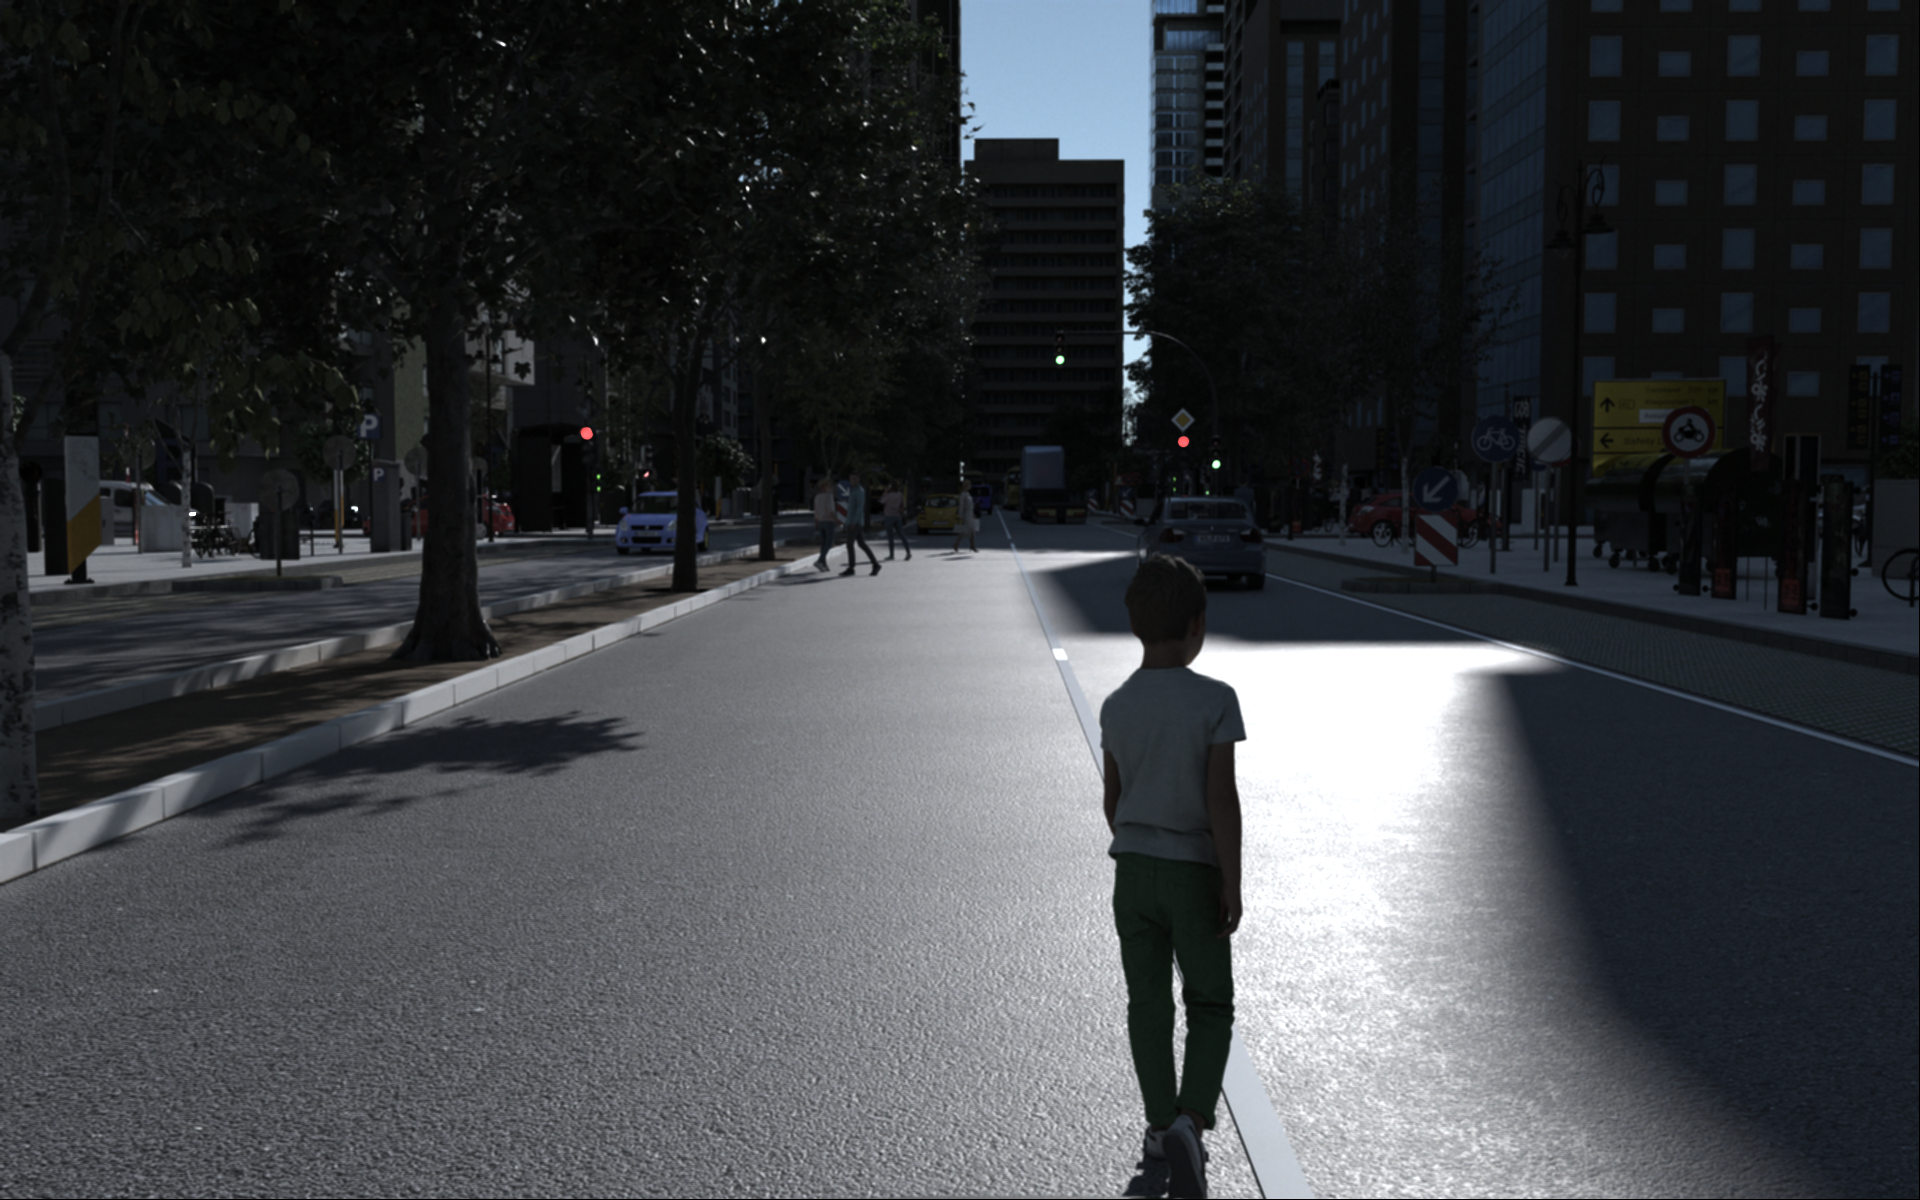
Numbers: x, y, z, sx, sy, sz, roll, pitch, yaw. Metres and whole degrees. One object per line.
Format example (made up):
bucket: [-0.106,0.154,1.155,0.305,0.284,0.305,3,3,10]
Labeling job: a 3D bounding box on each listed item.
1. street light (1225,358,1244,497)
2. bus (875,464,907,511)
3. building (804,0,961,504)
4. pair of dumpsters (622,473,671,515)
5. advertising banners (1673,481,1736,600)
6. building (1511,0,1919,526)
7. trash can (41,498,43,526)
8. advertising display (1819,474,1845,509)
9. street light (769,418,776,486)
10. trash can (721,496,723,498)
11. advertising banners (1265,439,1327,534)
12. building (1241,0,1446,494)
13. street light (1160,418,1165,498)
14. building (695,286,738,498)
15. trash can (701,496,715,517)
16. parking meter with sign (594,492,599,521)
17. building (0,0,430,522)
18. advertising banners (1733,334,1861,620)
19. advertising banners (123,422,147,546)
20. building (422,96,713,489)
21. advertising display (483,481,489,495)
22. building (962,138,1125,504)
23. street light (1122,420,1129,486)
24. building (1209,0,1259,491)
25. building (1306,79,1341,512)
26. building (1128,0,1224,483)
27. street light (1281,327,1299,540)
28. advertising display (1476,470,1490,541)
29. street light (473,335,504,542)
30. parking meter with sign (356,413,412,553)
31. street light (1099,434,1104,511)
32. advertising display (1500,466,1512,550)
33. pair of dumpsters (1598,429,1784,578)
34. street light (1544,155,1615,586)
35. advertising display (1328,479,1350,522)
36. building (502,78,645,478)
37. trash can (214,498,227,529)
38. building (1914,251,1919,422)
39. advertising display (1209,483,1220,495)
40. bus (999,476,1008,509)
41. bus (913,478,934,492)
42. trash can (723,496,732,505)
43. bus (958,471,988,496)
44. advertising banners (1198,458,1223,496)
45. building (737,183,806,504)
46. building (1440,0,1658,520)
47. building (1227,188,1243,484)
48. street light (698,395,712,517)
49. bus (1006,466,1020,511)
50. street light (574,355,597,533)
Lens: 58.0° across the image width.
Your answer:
street light: [9.310,-5.265,58.868,0.468,5.910,1.993,0,4,1]
bus: [-5.756,-9.254,142.850,2.896,3.916,12.252,0,4,2]
building: [-10.286,-48.945,238.507,20.611,71.187,20.563,0,4,1]
pair of dumpsters: [-14.089,-4.604,77.763,1.574,2.255,4.437,0,4,1]
advertising banners: [9.357,-1.528,21.172,0.090,3.025,2.074,0,4,-8]
building: [30.903,-25.967,74.664,14.200,45.320,14.600,0,4,1]
trash can: [-36.915,-3.569,70.014,0.748,1.137,0.748,0,3,0]
advertising display: [28.420,-3.151,56.726,0.974,1.923,0.123,0,4,6]
street light: [-11.456,-8.113,105.438,0.468,5.910,1.993,0,4,1]
trash can: [-17.603,-7.020,126.438,0.748,1.137,0.748,0,3,0]
advertising banners: [10.828,-3.651,55.879,2.074,3.025,0.090,2,4,33]
building: [32.433,-30.594,150.328,14.600,45.320,14.200,0,4,1]
street light: [9.753,-6.723,82.703,0.468,5.910,1.993,0,4,1]
building: [-31.536,-25.406,187.085,14.107,30.474,14.160,0,4,1]
trash can: [-14.173,-5.221,97.023,0.748,1.137,0.748,0,3,0]
parking meter with sign: [-17.564,-5.256,82.195,0.543,3.016,1.738,3,5,44]
building: [-32.927,-24.047,76.759,14.154,41.232,14.086,0,4,1]
advertising banners: [8.939,-1.364,18.489,0.090,3.025,2.074,0,4,-6]
advertising banners: [-20.618,-2.881,43.292,0.090,3.025,2.074,-1,4,-13]
building: [-38.892,-35.274,165.976,28.713,52.752,27.495,0,4,1]
advertising display: [-22.593,-4.714,82.295,0.123,1.923,0.974,1,4,16]
building: [11.212,-37.627,238.895,21.600,48.544,21.300,0,4,1]
street light: [10.182,-8.180,106.537,0.468,5.910,1.993,0,4,1]
building: [36.891,-45.451,181.380,20.563,71.187,20.611,0,4,1]
building: [31.859,-21.551,124.058,14.160,30.474,14.107,0,4,1]
building: [37.913,-56.626,238.502,31.000,86.520,22.319,0,4,1]
street light: [9.180,-4.596,47.939,0.468,5.910,1.993,0,4,1]
advertising display: [14.398,-2.598,47.688,0.123,1.923,0.974,0,4,3]
street light: [-12.523,-4.483,46.080,0.468,5.910,1.993,0,4,1]
parking meter with sign: [-12.674,-2.570,38.280,0.543,3.016,1.738,0,4,5]
street light: [10.617,-9.638,130.371,0.468,5.910,1.993,0,4,1]
advertising display: [12.568,-2.119,39.861,0.123,1.923,0.974,1,4,10]
pair of dumpsters: [11.838,-1.557,27.946,1.574,2.255,4.437,0,4,1]
street light: [8.570,-3.139,24.108,0.468,5.910,1.993,0,4,1]
advertising display: [16.710,-4.353,76.385,0.974,1.923,0.123,1,4,11]
building: [-34.892,-43.002,141.330,20.563,71.187,20.611,0,4,1]
trash can: [-27.662,-3.230,64.471,0.748,1.137,0.748,0,3,0]
building: [61.457,-32.902,79.951,28.212,58.520,21.231,0,4,1]
advertising display: [14.491,-5.788,99.853,0.974,1.923,0.123,0,4,3]
bus: [5.383,-10.509,166.685,2.948,3.499,13.247,0,4,0]
bus: [-4.385,-12.103,192.735,2.948,3.499,13.247,0,4,-1]
trash can: [-14.094,-5.861,107.478,0.748,1.137,0.748,0,3,0]
bus: [1.336,-11.630,181.692,2.896,3.916,12.252,0,4,3]
advertising banners: [11.943,-5.161,80.574,2.074,3.025,0.090,-1,4,-22]
building: [-35.475,-35.819,240.258,28.867,44.769,22.147,0,4,1]
building: [30.561,-27.609,101.512,14.600,45.320,14.200,0,4,1]
building: [32.502,-24.078,165.371,14.160,30.474,14.107,0,4,1]
street light: [-11.972,-6.638,81.325,0.468,5.910,1.993,0,4,1]
bus: [5.396,-9.766,151.224,2.896,3.916,12.252,0,4,2]
street light: [-12.303,-5.154,57.060,0.468,5.910,1.993,0,4,1]
